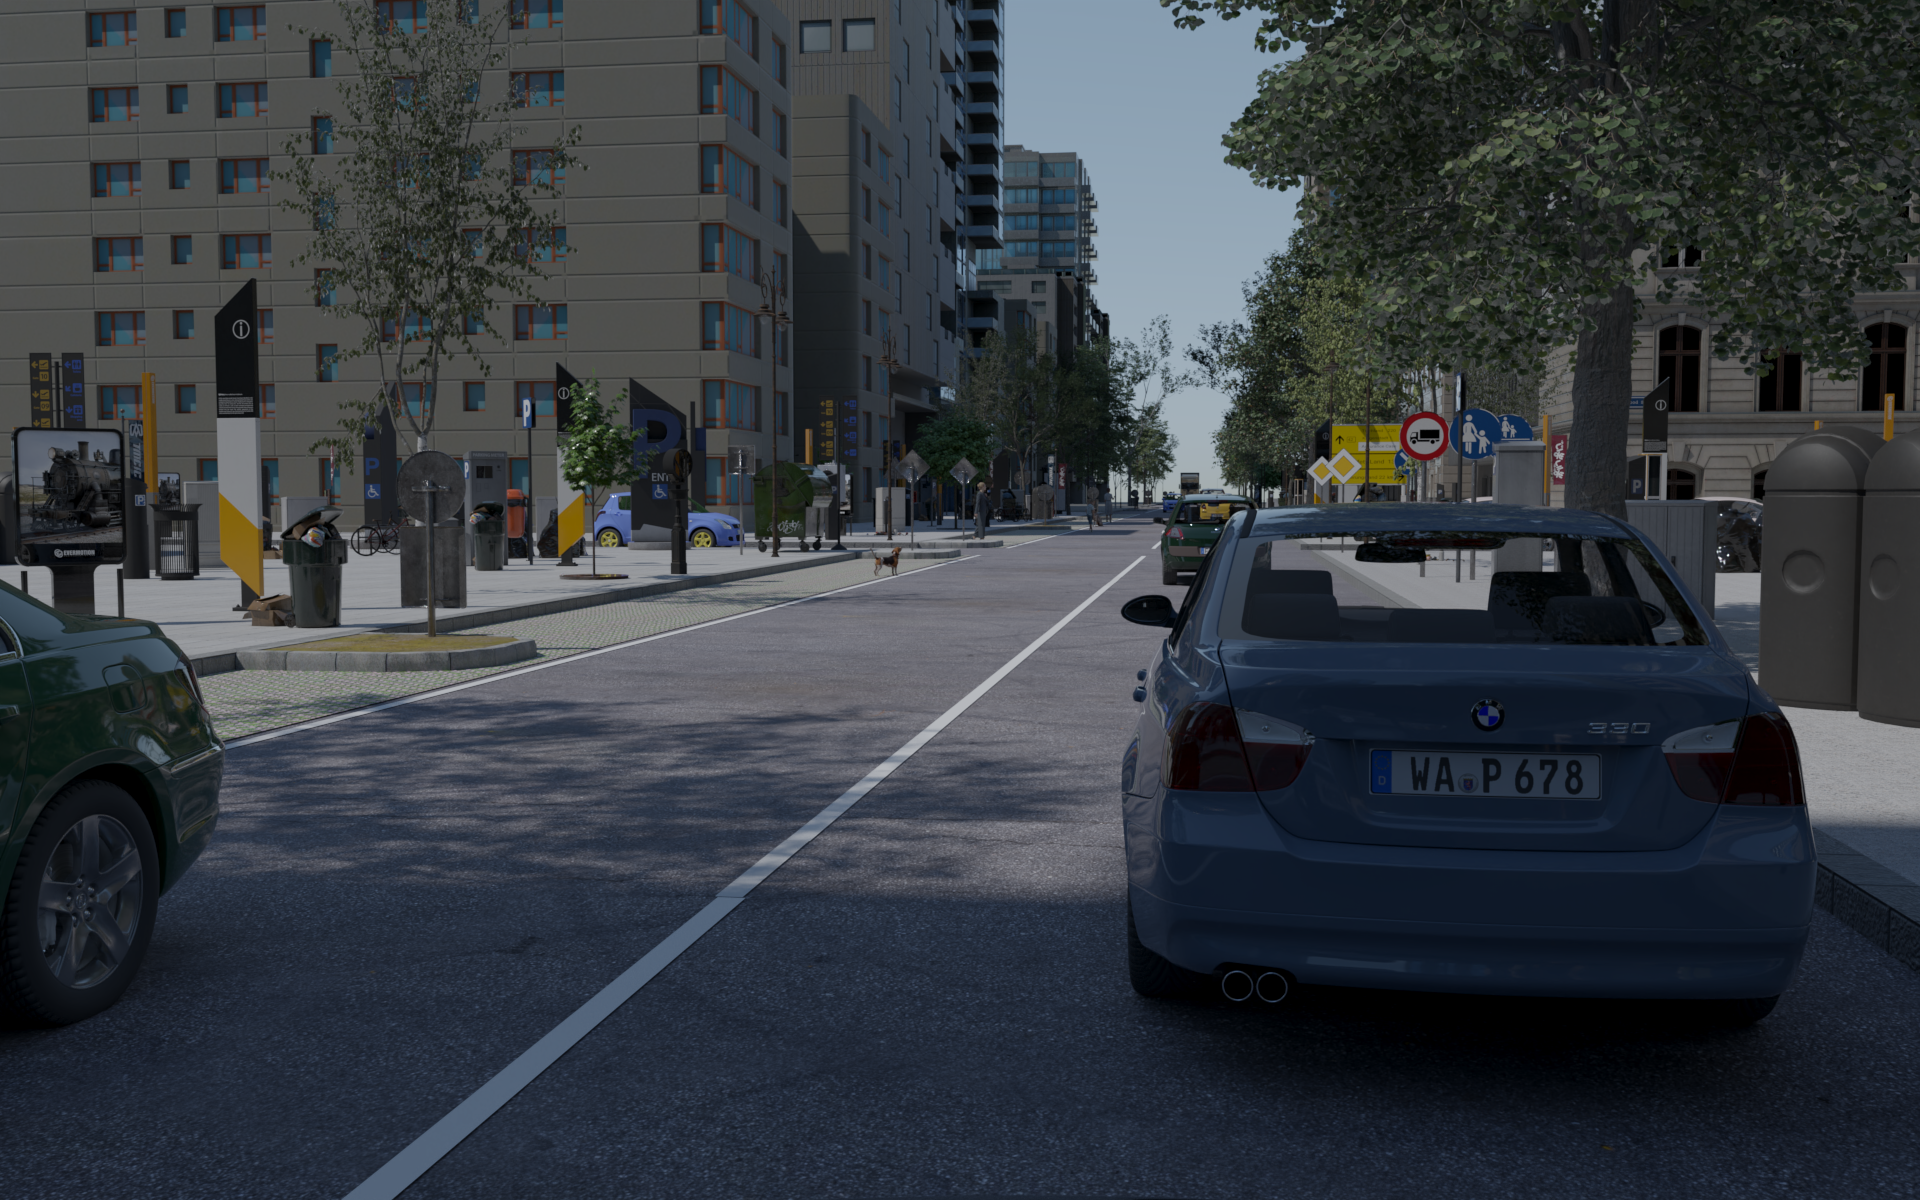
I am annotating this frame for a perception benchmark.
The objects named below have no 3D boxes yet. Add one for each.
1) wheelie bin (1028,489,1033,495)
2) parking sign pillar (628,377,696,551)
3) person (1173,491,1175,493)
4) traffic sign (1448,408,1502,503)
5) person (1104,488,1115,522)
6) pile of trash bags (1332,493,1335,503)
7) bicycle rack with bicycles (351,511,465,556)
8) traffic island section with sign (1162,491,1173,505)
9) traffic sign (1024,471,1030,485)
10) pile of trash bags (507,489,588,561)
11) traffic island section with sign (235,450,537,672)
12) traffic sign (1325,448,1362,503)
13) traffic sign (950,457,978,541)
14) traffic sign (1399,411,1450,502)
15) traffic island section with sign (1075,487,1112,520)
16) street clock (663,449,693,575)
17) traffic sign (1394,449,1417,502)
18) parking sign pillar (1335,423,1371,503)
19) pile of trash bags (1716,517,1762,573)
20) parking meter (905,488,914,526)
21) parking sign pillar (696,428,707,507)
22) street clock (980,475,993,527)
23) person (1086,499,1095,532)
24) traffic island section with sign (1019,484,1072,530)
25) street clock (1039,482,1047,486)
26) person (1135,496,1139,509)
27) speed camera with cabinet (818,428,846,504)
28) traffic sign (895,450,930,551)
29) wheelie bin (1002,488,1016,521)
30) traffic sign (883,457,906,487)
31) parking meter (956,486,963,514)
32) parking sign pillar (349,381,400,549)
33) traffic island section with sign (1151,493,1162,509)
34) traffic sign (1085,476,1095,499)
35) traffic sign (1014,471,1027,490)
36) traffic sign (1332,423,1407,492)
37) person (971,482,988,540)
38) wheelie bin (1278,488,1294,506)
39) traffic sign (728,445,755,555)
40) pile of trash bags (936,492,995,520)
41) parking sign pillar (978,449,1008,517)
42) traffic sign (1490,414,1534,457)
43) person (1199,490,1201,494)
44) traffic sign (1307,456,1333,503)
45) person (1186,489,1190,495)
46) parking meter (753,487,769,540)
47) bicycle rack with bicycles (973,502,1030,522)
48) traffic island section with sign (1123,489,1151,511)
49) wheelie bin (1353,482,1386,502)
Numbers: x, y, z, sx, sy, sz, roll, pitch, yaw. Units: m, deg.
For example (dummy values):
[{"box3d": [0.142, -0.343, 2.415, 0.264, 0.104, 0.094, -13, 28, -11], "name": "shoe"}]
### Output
[{"box3d": [4.849, -6.471, 113.708, 0.980, 1.594, 0.693, -2, 4, -24], "name": "wheelie bin"}, {"box3d": [-6.935, -3.145, 39.899, 1.447, 3.967, 1.447, -1, 4, -13], "name": "parking sign pillar"}, {"box3d": [22.376, -10.513, 181.096, 1.217, 1.735, 0.721, 0, 4, -8], "name": "person"}, {"box3d": [7.654, -1.571, 25.791, 0.768, 2.556, 0.104, 1, 4, 13], "name": "traffic sign"}, {"box3d": [7.591, -4.819, 87.853, 0.480, 1.755, 0.524, 1, 4, 22], "name": "person"}, {"box3d": [26.005, -6.387, 114.171, 3.447, 1.369, 1.912, -1, 4, -12], "name": "pile of trash bags"}, {"box3d": [-11.654, -1.451, 37.103, 2.925, 0.926, 2.852, -2, 4, -26], "name": "bicycle rack with bicycles"}, {"box3d": [26.888, -13.316, 226.338, 1.989, 1.847, 2.006, 1, 4, 8], "name": "traffic island section with sign"}, {"box3d": [3.594, -5.911, 96.753, 0.768, 2.556, 0.104, 1, 4, 12], "name": "traffic sign"}, {"box3d": [-8.559, -1.519, 34.590, 1.912, 1.369, 3.447, 0, 4, -2], "name": "pile of trash bags"}, {"box3d": [-4.754, -0.378, 14.812, 1.989, 1.847, 2.006, 1, 4, 8], "name": "traffic island section with sign"}, {"box3d": [8.357, -2.089, 37.797, 0.795, 2.450, 0.064, 1, 4, 8], "name": "traffic sign"}, {"box3d": [0.102, -2.659, 47.122, 0.795, 2.450, 0.064, 1, 4, 8], "name": "traffic sign"}, {"box3d": [7.146, -1.625, 26.681, 0.768, 2.556, 0.104, 1, 4, 11], "name": "traffic sign"}, {"box3d": [7.453, -5.375, 96.502, 1.989, 1.847, 2.006, 1, 4, 8], "name": "traffic island section with sign"}, {"box3d": [-4.499, -1.413, 27.666, 0.358, 2.002, 0.471, 2, 4, 32], "name": "street clock"}, {"box3d": [12.052, -2.843, 46.591, 0.768, 2.556, 0.104, 1, 4, 11], "name": "traffic sign"}, {"box3d": [14.536, -4.616, 63.946, 1.447, 3.967, 1.447, 1, 4, 14], "name": "parking sign pillar"}, {"box3d": [13.844, -1.149, 28.544, 3.447, 1.369, 1.912, 1, 4, 15], "name": "pile of trash bags"}, {"box3d": [-2.030, -3.712, 69.096, 0.372, 1.533, 0.369, 0, 3, 0], "name": "parking meter"}, {"box3d": [-7.726, -3.825, 51.014, 1.447, 3.967, 1.447, -1, 4, -9], "name": "parking sign pillar"}, {"box3d": [1.034, -3.836, 67.284, 0.471, 2.002, 0.358, -3, 5, -40], "name": "street clock"}, {"box3d": [4.895, -3.167, 64.963, 0.352, 1.250, 0.332, 0, 4, -5], "name": "person"}, {"box3d": [3.468, -3.739, 69.762, 1.989, 1.847, 2.006, 1, 4, 8], "name": "traffic island section with sign"}, {"box3d": [4.787, -5.827, 99.837, 0.471, 2.002, 0.358, -2, 4, -26], "name": "street clock"}, {"box3d": [15.204, -8.390, 148.915, 0.421, 1.427, 0.697, 0, 4, 1], "name": "person"}, {"box3d": [-4.475, -3.534, 52.117, 2.038, 3.252, 0.660, 2, 4, 24], "name": "speed camera with cabinet"}, {"box3d": [-1.079, -2.176, 39.224, 0.795, 2.450, 0.064, 1, 4, 8], "name": "traffic sign"}, {"box3d": [2.368, -4.649, 83.921, 0.693, 1.594, 0.980, 0, 4, -6], "name": "wheelie bin"}, {"box3d": [-2.250, -3.672, 60.045, 0.884, 2.594, 0.081, 1, 4, 15], "name": "traffic sign"}, {"box3d": [-0.015, -6.539, 112.615, 0.399, 1.863, 0.255, -3, 4, -39], "name": "parking meter"}, {"box3d": [-13.611, -3.192, 40.666, 1.447, 3.967, 1.447, 0, 4, -2], "name": "parking sign pillar"}, {"box3d": [18.780, -10.002, 172.155, 1.989, 1.847, 2.006, 1, 4, 8], "name": "traffic island section with sign"}, {"box3d": [9.109, -7.425, 121.504, 0.768, 2.556, 0.104, 1, 4, 13], "name": "traffic sign"}, {"box3d": [3.368, -5.890, 96.408, 0.768, 2.556, 0.104, 1, 4, 15], "name": "traffic sign"}, {"box3d": [11.852, -3.439, 50.098, 2.265, 3.308, 0.079, 1, 4, 18], "name": "traffic sign"}, {"box3d": [0.584, -2.566, 50.878, 0.534, 1.772, 0.576, 0, 4, -7], "name": "person"}, {"box3d": [18.080, -5.397, 96.143, 0.693, 1.594, 0.980, -3, 4, -37], "name": "wheelie bin"}, {"box3d": [-4.597, -2.095, 36.380, 0.606, 2.300, 0.079, 1, 4, 16], "name": "traffic sign"}, {"box3d": [0.171, -4.753, 87.466, 3.447, 1.369, 1.912, 1, 4, 14], "name": "pile of trash bags"}, {"box3d": [2.110, -6.721, 98.366, 1.447, 3.967, 1.447, -3, 4, -37], "name": "parking sign pillar"}, {"box3d": [8.727, -1.684, 27.636, 0.768, 2.556, 0.104, 1, 4, 12], "name": "traffic sign"}, {"box3d": [24.814, -10.407, 178.738, 1.350, 1.814, 0.705, -1, 4, -12], "name": "person"}, {"box3d": [9.539, -2.572, 45.695, 0.795, 2.450, 0.064, 1, 4, 8], "name": "traffic sign"}, {"box3d": [14.609, -6.266, 111.291, 0.374, 1.781, 0.599, 0, 4, -6], "name": "person"}, {"box3d": [-5.558, -2.614, 48.450, 0.399, 1.863, 0.255, 1, 4, 20], "name": "parking meter"}, {"box3d": [2.073, -4.088, 80.226, 2.925, 0.926, 2.852, -3, 4, -38], "name": "bicycle rack with bicycles"}, {"box3d": [14.662, -8.320, 144.656, 1.989, 1.847, 2.006, 1, 4, 8], "name": "traffic island section with sign"}, {"box3d": [11.117, -2.386, 46.920, 0.980, 1.594, 0.693, -3, 5, -42], "name": "wheelie bin"}]
